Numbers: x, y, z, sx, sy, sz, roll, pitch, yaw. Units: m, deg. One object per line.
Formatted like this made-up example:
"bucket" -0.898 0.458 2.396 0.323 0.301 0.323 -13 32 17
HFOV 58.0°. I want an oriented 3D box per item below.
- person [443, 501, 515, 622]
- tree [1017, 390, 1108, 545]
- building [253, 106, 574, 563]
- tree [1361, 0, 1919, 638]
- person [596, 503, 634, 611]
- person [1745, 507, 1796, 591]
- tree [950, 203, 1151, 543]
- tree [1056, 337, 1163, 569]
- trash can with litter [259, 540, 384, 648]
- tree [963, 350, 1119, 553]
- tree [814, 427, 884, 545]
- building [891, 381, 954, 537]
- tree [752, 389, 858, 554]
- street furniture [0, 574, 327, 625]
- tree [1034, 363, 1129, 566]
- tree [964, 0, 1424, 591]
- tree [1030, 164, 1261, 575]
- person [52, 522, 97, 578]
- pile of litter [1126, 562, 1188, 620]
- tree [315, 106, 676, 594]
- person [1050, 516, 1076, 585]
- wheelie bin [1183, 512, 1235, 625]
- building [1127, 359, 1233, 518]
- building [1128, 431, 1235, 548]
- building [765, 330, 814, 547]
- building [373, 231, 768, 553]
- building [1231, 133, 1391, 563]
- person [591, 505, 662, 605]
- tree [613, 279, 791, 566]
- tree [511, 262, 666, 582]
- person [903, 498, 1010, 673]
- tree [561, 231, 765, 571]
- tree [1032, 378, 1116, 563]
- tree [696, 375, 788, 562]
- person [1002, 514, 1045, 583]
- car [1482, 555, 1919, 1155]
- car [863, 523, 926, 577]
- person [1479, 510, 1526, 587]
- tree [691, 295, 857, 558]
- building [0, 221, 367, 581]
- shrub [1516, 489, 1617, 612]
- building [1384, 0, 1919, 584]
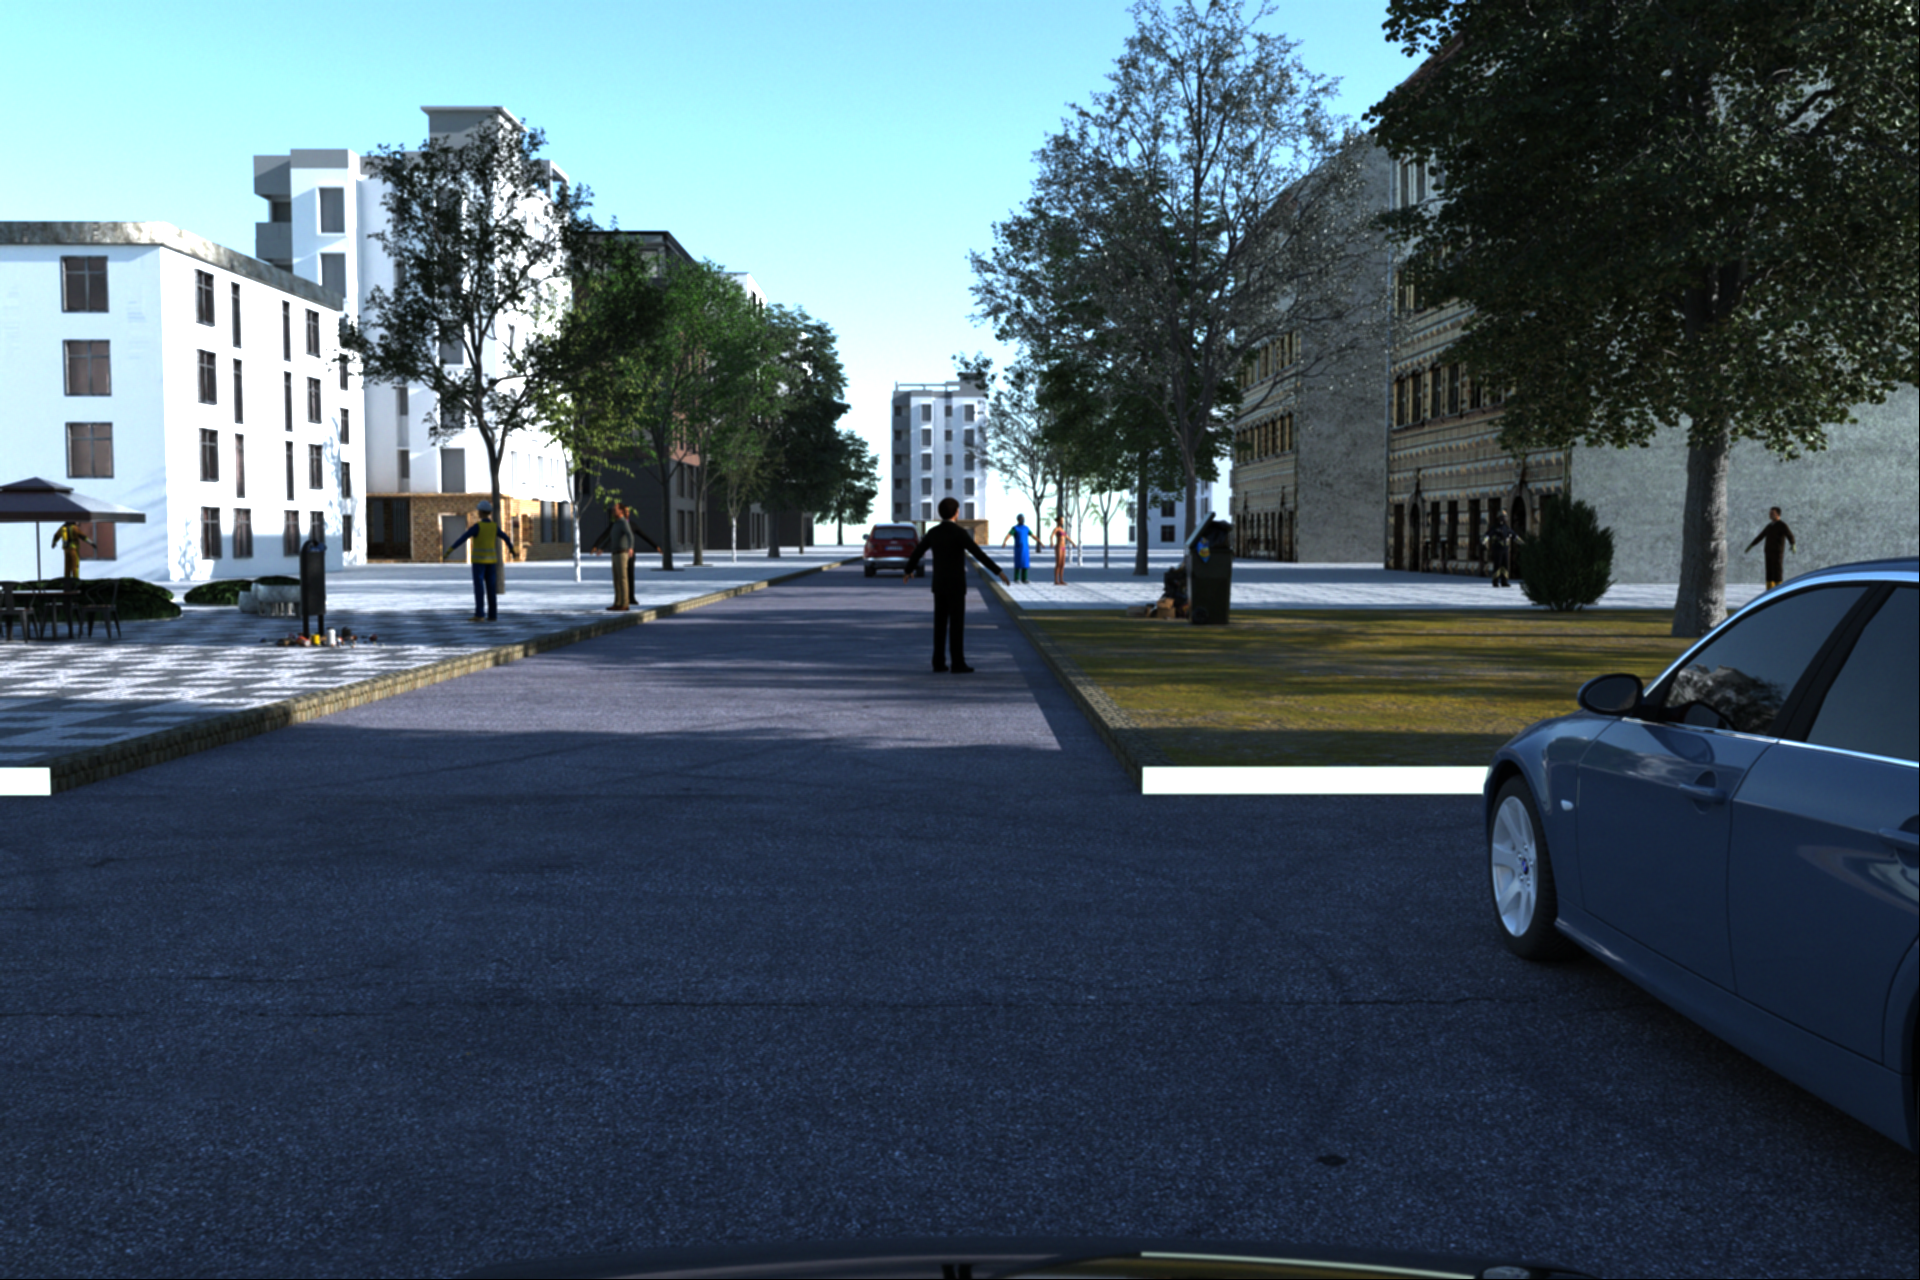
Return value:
"person" -7.057 -1.166 25.533 0.721 1.772 1.216 3 5 40
"tree" 13.083 -21.196 202.442 12.611 20.169 13.585 0 3 0
"building" -25.286 -13.553 78.009 16.016 20.090 11.380 0 4 0
"tree" 9.236 -7.014 21.339 9.857 13.997 8.962 0 3 0
"person" -5.716 -1.388 28.964 0.705 1.796 1.348 -2 4 -35
"person" 15.878 -1.694 33.827 0.704 1.812 1.346 -1 4 -15
"tree" 5.894 -14.702 96.270 12.611 20.169 13.585 0 3 0
"tree" 5.425 -6.980 64.482 4.360 8.622 3.978 0 3 0
"trash can with litter" -7.444 -0.582 20.574 1.678 1.210 2.233 0 4 -1
"tree" 5.224 -12.541 115.421 12.009 13.543 11.850 0 3 0
"tree" -14.017 -18.159 203.554 9.857 13.997 8.962 0 3 0
"building" -7.724 -21.210 205.666 11.380 20.090 16.016 0 4 -8
"tree" -10.282 -10.739 109.994 8.767 10.594 7.601 1 4 22
"street furniture" -13.722 -0.839 29.352 5.734 0.657 10.072 -1 4 -22
"tree" 4.662 -7.326 70.147 4.360 8.622 3.978 0 3 0
"tree" 5.203 -7.858 38.848 12.009 13.543 11.850 0 3 0
"tree" 5.774 -8.316 54.097 7.486 12.596 7.792 0 3 0
"person" -23.087 -2.401 45.031 1.354 1.858 0.705 1 4 15
"pile of litter" 3.140 -0.780 26.712 1.176 0.858 1.719 0 3 0
"tree" -9.770 -6.280 37.093 8.767 10.594 7.601 1 4 14
"person" 2.586 -2.255 43.669 0.721 1.733 1.217 2 4 33
"wheelie bin" 3.559 -1.026 24.683 0.693 1.594 0.980 0 3 0
"building" 23.085 -20.078 184.693 16.016 20.090 11.380 0 3 0
"building" 20.968 -13.008 154.820 9.099 9.664 28.070 0 4 -1
"building" -29.597 -19.956 170.256 27.936 21.610 32.646 0 4 0
"building" -30.362 -17.686 133.146 27.936 21.610 32.646 0 4 -1
"building" 24.122 -15.540 85.012 19.493 23.208 18.063 0 4 0
"person" -6.074 -1.542 31.439 1.346 1.802 0.704 -2 4 -30
"tree" -10.381 -8.780 69.310 9.928 11.665 9.643 0 3 0
"tree" -10.199 -5.868 46.298 4.737 8.622 4.395 0 3 0
"person" -0.093 -0.569 17.946 1.347 1.806 0.705 3 4 36
"tree" -10.422 -8.243 60.522 9.928 11.665 9.643 0 3 0
"tree" 4.843 -7.748 77.036 4.360 8.622 3.978 0 3 0
"tree" -10.489 -7.829 78.364 4.360 8.622 3.978 0 3 0
"person" 1.612 -2.383 45.096 1.347 1.817 0.704 -2 4 -34
"car" 2.739 0.467 4.367 2.014 1.417 4.499 0 4 0
"car" -2.210 -3.092 59.235 2.281 1.827 5.304 0 4 -1
"person" 13.117 -2.212 41.944 1.354 1.856 0.705 -1 4 -17
"tree" -10.092 -11.473 94.233 9.857 13.997 8.962 0 3 0
"building" -26.098 -7.247 60.640 9.099 9.664 28.070 0 4 -1
"shrub" 10.003 -1.482 28.649 1.690 2.028 1.600 0 3 0
"building" 24.628 -13.564 52.703 19.493 23.208 18.063 0 4 -1
